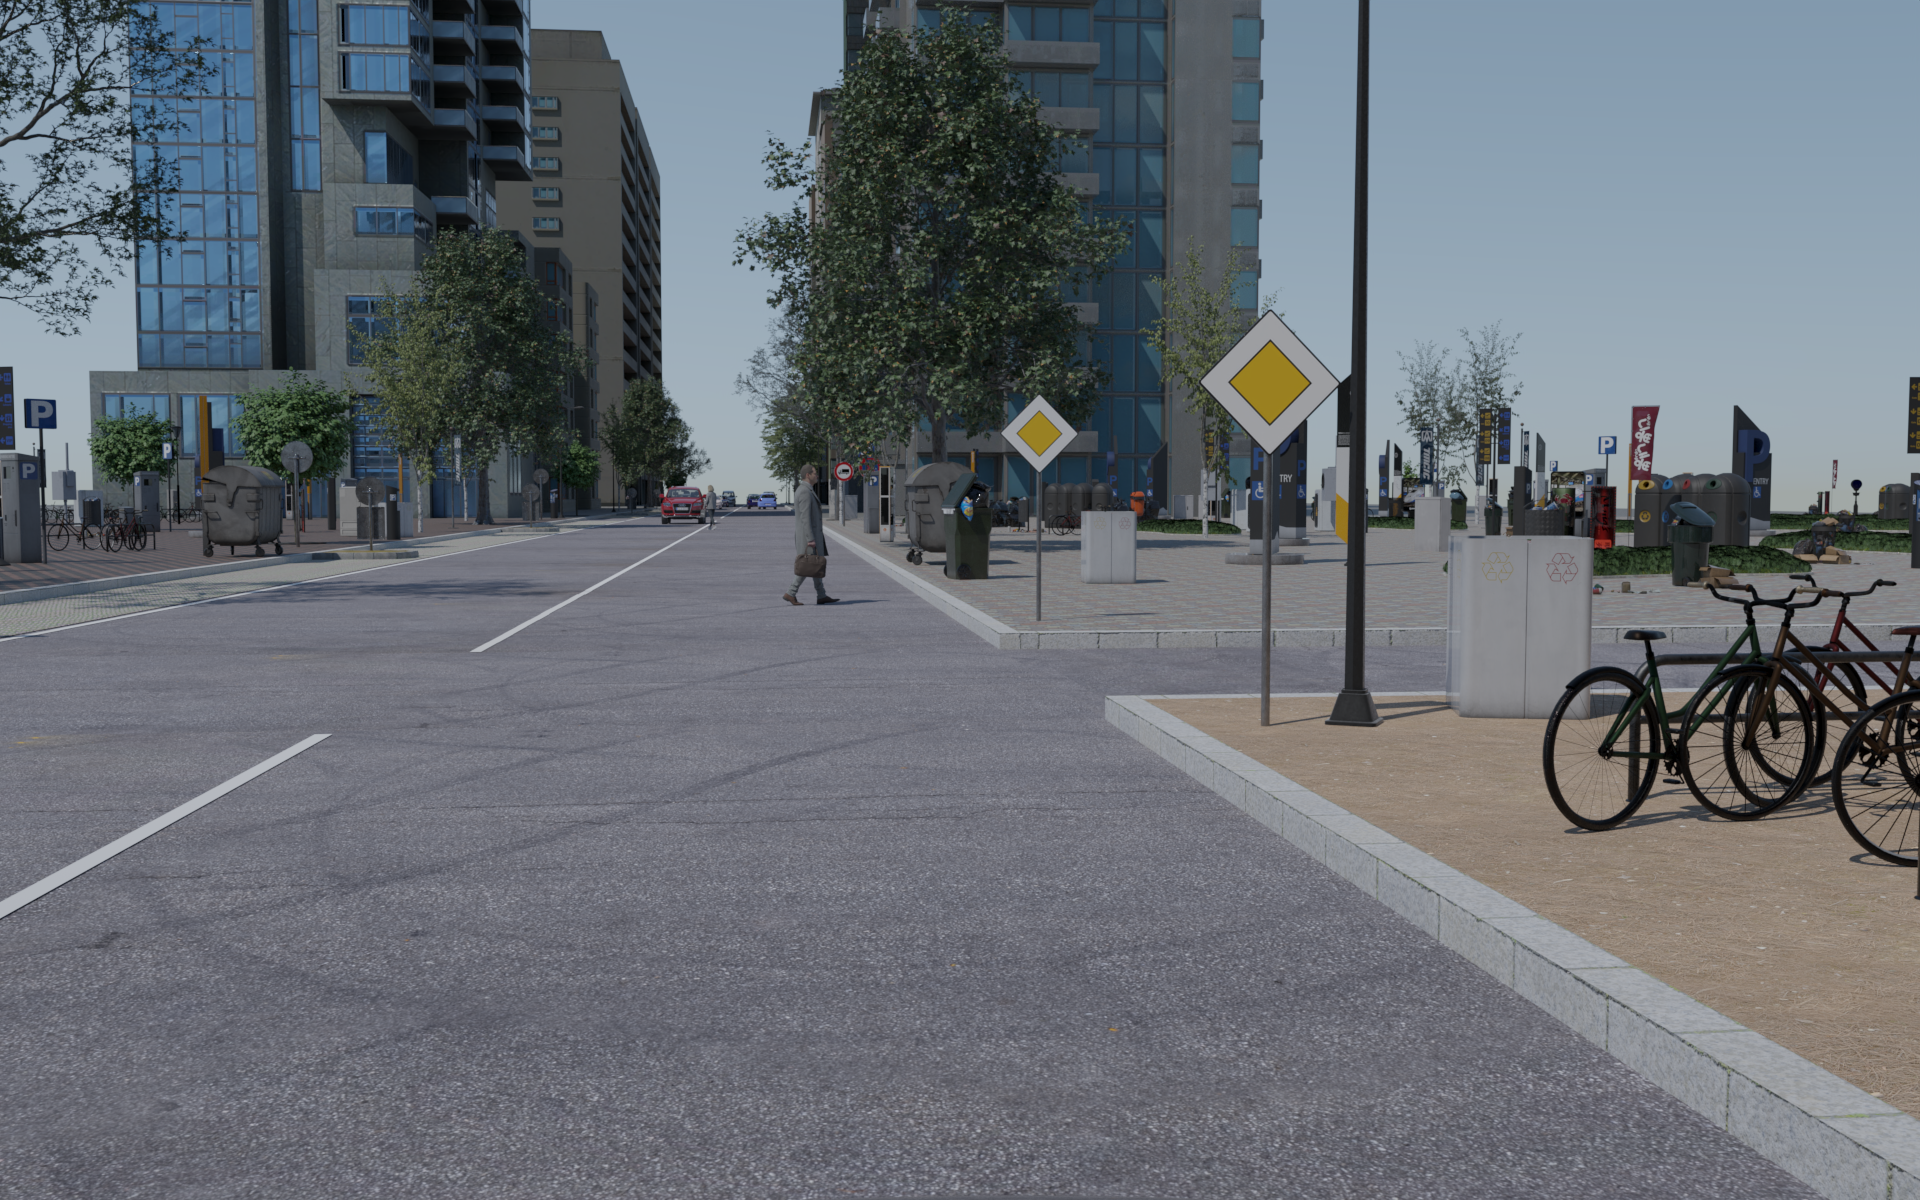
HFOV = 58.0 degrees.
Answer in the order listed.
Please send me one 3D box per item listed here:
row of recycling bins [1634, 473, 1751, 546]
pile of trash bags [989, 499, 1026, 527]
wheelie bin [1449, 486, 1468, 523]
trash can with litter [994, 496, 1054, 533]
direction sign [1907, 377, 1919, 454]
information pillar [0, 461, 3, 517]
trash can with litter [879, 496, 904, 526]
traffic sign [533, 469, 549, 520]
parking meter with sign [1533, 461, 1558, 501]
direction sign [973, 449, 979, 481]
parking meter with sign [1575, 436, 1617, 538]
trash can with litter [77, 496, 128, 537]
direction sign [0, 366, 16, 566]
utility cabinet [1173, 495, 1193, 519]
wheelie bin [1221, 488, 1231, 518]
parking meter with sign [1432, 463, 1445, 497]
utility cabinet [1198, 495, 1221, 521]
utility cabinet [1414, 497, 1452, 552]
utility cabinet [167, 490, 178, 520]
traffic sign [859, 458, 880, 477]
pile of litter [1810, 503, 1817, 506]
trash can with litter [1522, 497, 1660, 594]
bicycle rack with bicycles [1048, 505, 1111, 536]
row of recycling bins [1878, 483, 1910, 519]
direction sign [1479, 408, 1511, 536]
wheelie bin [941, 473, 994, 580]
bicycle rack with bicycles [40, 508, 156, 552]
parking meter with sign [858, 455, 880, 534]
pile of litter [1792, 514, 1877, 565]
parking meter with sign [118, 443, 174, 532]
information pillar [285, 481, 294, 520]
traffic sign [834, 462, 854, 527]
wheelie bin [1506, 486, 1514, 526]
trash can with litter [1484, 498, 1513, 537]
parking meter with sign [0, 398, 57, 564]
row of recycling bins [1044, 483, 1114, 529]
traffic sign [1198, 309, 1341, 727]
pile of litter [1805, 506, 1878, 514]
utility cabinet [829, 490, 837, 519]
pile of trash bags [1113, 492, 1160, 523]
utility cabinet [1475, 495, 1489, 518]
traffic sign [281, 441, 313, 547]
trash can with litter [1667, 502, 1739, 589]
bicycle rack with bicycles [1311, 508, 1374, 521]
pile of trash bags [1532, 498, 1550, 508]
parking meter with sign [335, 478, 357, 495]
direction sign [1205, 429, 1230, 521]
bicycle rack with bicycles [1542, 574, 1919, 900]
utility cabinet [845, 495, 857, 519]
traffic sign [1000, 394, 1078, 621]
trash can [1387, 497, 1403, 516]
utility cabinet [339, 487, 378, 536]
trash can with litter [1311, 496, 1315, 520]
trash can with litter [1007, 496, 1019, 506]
[{"bbox_3d":[14.817,-1.711,35.093,1.069,1.692,3.534,0,4,-6],"label":"row of recycling bins"},{"bbox_3d":[0.719,-3.500,66.970,3.447,1.369,1.912,-1,4,-23],"label":"pile of trash bags"},{"bbox_3d":[19.279,-3.612,66.960,0.693,1.594,0.980,1,4,18],"label":"wheelie bin"},{"bbox_3d":[2.283,-2.859,57.801,1.678,1.210,2.233,-2,4,-35],"label":"trash can with litter"},{"bbox_3d":[18.762,-2.540,33.519,0.876,3.537,0.379,0,4,-1],"label":"direction sign"},{"bbox_3d":[-21.328,-2.095,38.747,0.304,2.012,0.304,3,5,40],"label":"information pillar"},{"bbox_3d":[-2.743,-3.517,68.565,2.233,1.210,1.678,-3,5,-42],"label":"trash can with litter"},{"bbox_3d":[-20.988,-5.299,86.749,0.768,2.556,0.104,0,4,-4],"label":"traffic sign"},{"bbox_3d":[30.246,-5.750,90.272,1.738,3.016,0.543,-1,4,-20],"label":"parking meter with sign"},{"bbox_3d":[0.785,-5.782,86.529,0.379,3.537,0.876,1,4,17],"label":"direction sign"},{"bbox_3d":[18.846,-3.384,51.583,1.738,3.016,0.543,-3,5,-42],"label":"parking meter with sign"},{"bbox_3d":[-26.107,-2.564,52.987,1.678,1.210,2.233,3,4,37],"label":"trash can with litter"},{"bbox_3d":[-17.197,-2.378,30.882,0.876,3.537,0.379,1,4,16],"label":"direction sign"},{"bbox_3d":[11.613,-4.827,90.075,1.020,1.237,0.306,-1,4,-10],"label":"utility cabinet"},{"bbox_3d":[14.282,-5.179,92.577,0.693,1.594,0.980,-1,4,-12],"label":"wheelie bin"},{"bbox_3d":[26.184,-6.023,94.734,0.543,3.016,1.738,0,4,-6],"label":"parking meter with sign"},{"bbox_3d":[11.654,-4.259,80.803,1.020,1.237,0.306,1,4,19],"label":"utility cabinet"},{"bbox_3d":[10.618,-1.697,38.902,0.306,1.237,1.020,-1,4,-18],"label":"utility cabinet"},{"bbox_3d":[-39.270,-4.758,86.472,0.318,1.500,1.173,-1,4,-11],"label":"utility cabinet"},{"bbox_3d":[-3.023,-3.559,58.302,0.768,2.556,0.104,0,4,-5],"label":"traffic sign"},{"bbox_3d":[38.914,-3.952,78.578,1.719,0.858,1.176,0,4,6],"label":"pile of litter"},{"bbox_3d":[7.995,-0.699,22.485,2.233,1.210,1.678,0,4,7],"label":"trash can with litter"},{"bbox_3d":[4.056,-2.512,54.451,2.925,0.926,2.852,-1,4,-10],"label":"bicycle rack with bicycles"},{"bbox_3d":[36.325,-3.677,67.225,1.069,1.692,3.534,2,4,23],"label":"row of recycling bins"},{"bbox_3d":[14.085,-3.283,45.671,0.876,3.537,0.379,3,5,43],"label":"direction sign"},{"bbox_3d":[0.120,-1.119,26.204,0.693,1.594,0.980,-1,4,-20],"label":"wheelie bin"},{"bbox_3d":[-19.427,-1.588,39.340,2.852,0.926,2.925,1,4,9],"label":"bicycle rack with bicycles"},{"bbox_3d":[-2.922,-3.694,56.657,0.543,3.016,1.738,-1,4,-13],"label":"parking meter with sign"},{"bbox_3d":[15.930,-1.105,32.035,1.176,0.858,1.719,-2,4,-30],"label":"pile of litter"},{"bbox_3d":[-27.379,-3.792,58.261,0.543,3.016,1.738,2,4,35],"label":"parking meter with sign"},{"bbox_3d":[-32.909,-4.925,85.022,0.304,2.012,0.304,-1,4,-8],"label":"information pillar"},{"bbox_3d":[-4.582,-4.178,68.418,0.768,2.556,0.104,0,4,0],"label":"traffic sign"},{"bbox_3d":[22.439,-3.776,69.653,0.693,1.594,0.980,-3,4,-38],"label":"wheelie bin"},{"bbox_3d":[16.417,-2.513,52.469,1.055,1.170,0.624,2,4,24],"label":"trash can with litter"},{"bbox_3d":[-17.487,-2.203,32.274,1.738,3.016,0.543,3,4,37],"label":"parking meter with sign"},{"bbox_3d":[4.387,-3.501,64.355,1.069,1.692,3.534,-3,4,-36],"label":"row of recycling bins"},{"bbox_3d":[1.685,-0.359,9.514,0.795,2.450,0.064,0,4,-6],"label":"traffic sign"},{"bbox_3d":[25.151,-2.150,49.116,1.176,0.858,1.719,-3,4,-38],"label":"pile of litter"},{"bbox_3d":[-6.419,-4.897,88.741,0.318,1.500,1.173,1,4,11],"label":"utility cabinet"},{"bbox_3d":[6.824,-3.524,67.375,1.912,1.369,3.447,0,4,-1],"label":"pile of trash bags"},{"bbox_3d":[28.151,-4.996,92.843,1.020,1.237,0.306,0,4,5],"label":"utility cabinet"},{"bbox_3d":[-15.931,-2.539,41.612,0.768,2.556,0.104,0,4,1],"label":"traffic sign"},{"bbox_3d":[10.295,-0.765,23.901,0.624,1.170,1.055,-1,4,-22],"label":"trash can with litter"},{"bbox_3d":[17.584,-4.068,79.889,2.925,0.926,2.852,0,4,7],"label":"bicycle rack with bicycles"},{"bbox_3d":[27.956,-4.483,83.057,1.912,1.369,3.447,0,4,-7],"label":"pile of trash bags"},{"bbox_3d":[-29.081,-5.275,82.503,0.543,3.016,1.738,2,4,32],"label":"parking meter with sign"},{"bbox_3d":[8.979,-4.199,60.643,0.876,3.537,0.379,0,4,7],"label":"direction sign"},{"bbox_3d":[3.624,0.418,6.556,2.925,0.926,2.852,0,4,-7],"label":"bicycle rack with bicycles"},{"bbox_3d":[-5.878,-4.853,90.514,1.020,1.237,0.306,-2,4,-30],"label":"utility cabinet"},{"bbox_3d":[0.793,-0.844,17.449,0.795,2.450,0.064,0,4,-6],"label":"traffic sign"},{"bbox_3d":[18.636,-3.816,74.042,0.748,1.137,0.748,0,3,0],"label":"trash can"},{"bbox_3d":[-18.094,-2.661,52.185,1.173,1.500,0.318,1,4,15],"label":"utility cabinet"},{"bbox_3d":[17.803,-4.518,85.258,0.624,1.170,1.055,-3,4,-36],"label":"trash can with litter"},{"bbox_3d":[2.731,-4.347,82.465,0.624,1.170,1.055,2,4,33],"label":"trash can with litter"}]
